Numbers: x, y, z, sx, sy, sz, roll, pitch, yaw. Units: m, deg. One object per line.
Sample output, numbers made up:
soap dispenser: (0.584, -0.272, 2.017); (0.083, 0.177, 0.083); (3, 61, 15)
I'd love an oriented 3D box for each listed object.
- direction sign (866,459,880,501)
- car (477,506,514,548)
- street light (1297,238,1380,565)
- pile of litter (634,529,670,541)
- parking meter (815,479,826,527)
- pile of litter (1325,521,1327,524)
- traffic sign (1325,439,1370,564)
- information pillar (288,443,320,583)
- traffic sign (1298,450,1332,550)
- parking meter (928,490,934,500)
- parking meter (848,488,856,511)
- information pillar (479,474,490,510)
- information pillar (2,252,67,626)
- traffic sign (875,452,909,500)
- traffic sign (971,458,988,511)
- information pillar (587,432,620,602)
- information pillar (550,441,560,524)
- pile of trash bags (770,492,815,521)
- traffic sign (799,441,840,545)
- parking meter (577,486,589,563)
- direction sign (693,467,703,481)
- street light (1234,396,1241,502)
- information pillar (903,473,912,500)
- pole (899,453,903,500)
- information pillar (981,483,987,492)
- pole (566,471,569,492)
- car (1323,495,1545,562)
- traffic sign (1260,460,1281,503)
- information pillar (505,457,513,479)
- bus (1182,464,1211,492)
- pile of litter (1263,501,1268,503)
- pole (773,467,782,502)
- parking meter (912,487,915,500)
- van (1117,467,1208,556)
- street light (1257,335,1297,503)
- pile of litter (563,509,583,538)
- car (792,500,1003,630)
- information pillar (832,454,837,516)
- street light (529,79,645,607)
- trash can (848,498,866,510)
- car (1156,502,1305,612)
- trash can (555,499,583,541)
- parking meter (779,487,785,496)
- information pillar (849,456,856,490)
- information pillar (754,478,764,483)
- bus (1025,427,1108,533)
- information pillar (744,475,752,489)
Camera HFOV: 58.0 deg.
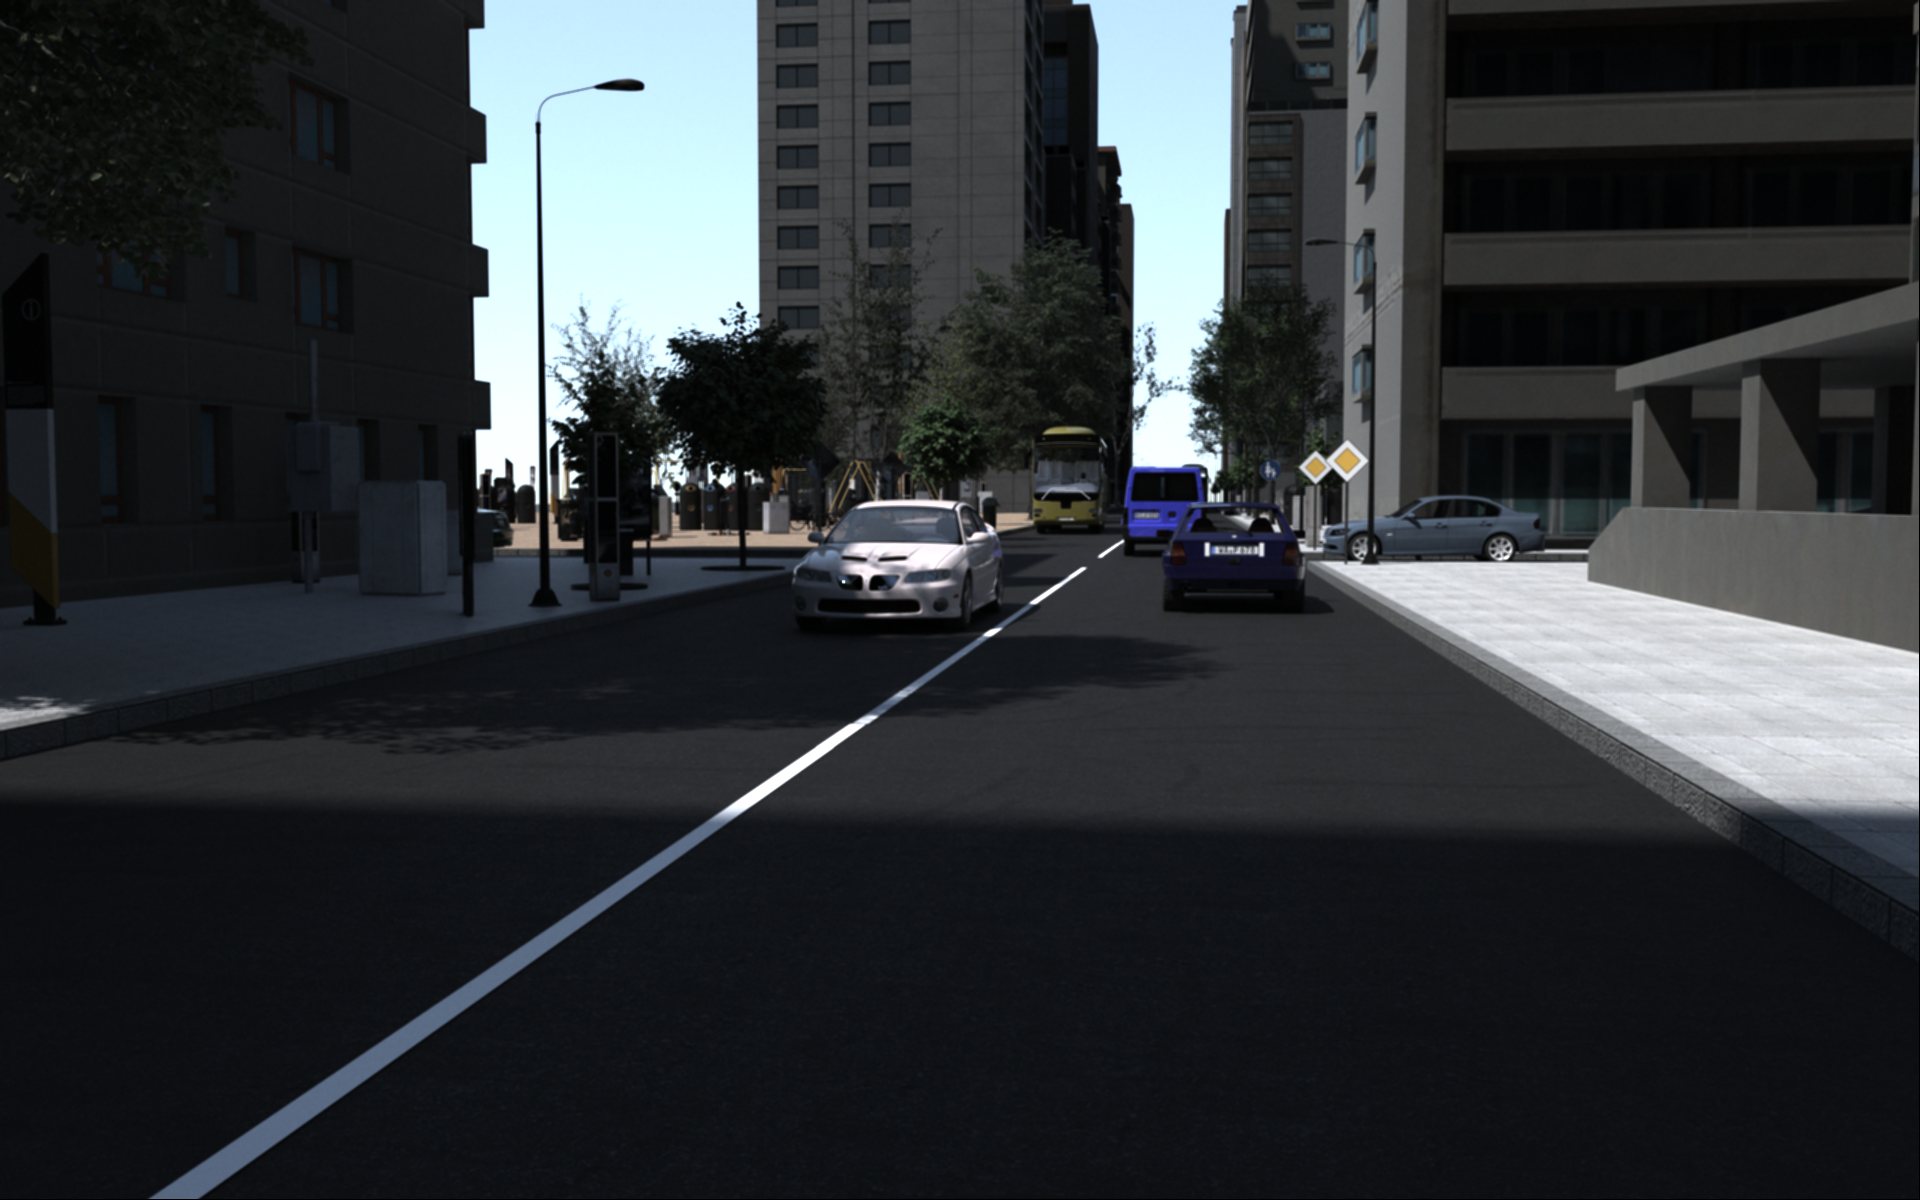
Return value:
direction sign: (-5.641, -7.362, 112.363); (0.876, 3.537, 0.379); (0, 4, 8)
car: (-12.514, -1.650, 38.778); (4.920, 1.459, 2.131); (0, 4, 6)
street light: (6.961, -3.608, 31.536); (1.470, 5.913, 1.316); (0, 4, 8)
pile of litter: (-8.613, -2.078, 47.936); (1.176, 0.858, 1.719); (0, 4, 5)
parking meter: (-5.368, -3.728, 66.659); (0.255, 1.863, 0.399); (3, 4, 36)
pile of litter: (16.342, -3.718, 74.750); (1.719, 0.858, 1.176); (-1, 4, -14)
traffic sign: (7.046, -1.708, 31.574); (0.795, 2.450, 0.064); (0, 4, 8)
information pillar: (-9.454, -1.253, 24.976); (0.304, 2.012, 0.304); (3, 5, 44)
traffic sign: (8.100, -2.192, 39.490); (0.795, 2.450, 0.064); (0, 4, 8)
parking meter: (-1.941, -6.553, 115.559); (0.372, 1.533, 0.369); (0, 3, 0)
parking meter: (-4.882, -4.280, 78.381); (0.372, 1.533, 0.369); (0, 3, 0)
information pillar: (-17.188, -3.559, 62.681); (0.304, 2.012, 0.304); (-2, 4, -31)
information pillar: (-9.059, -1.563, 16.903); (0.504, 3.616, 0.183); (1, 4, 12)
traffic sign: (-1.606, -2.273, 40.798); (0.795, 2.450, 0.064); (0, 4, 8)
traffic sign: (0.540, -3.525, 57.732); (0.768, 2.556, 0.104); (1, 4, 14)
information pillar: (-4.273, -0.996, 20.772); (0.304, 2.012, 0.304); (-2, 4, -28)
information pillar: (-17.453, -5.093, 74.617); (0.183, 3.616, 0.504); (2, 4, 32)
pile of trash bags: (-8.579, -4.558, 84.281); (1.912, 1.369, 3.447); (-3, 5, -41)
traffic sign: (-2.660, -1.788, 32.882); (0.795, 2.450, 0.064); (0, 4, 8)
parking meter: (-6.806, -1.452, 32.145); (0.372, 1.533, 0.369); (0, 3, 0)
direction sign: (-16.154, -7.028, 106.907); (0.876, 3.537, 0.379); (3, 4, 36)
street light: (13.610, -6.701, 82.104); (1.470, 5.913, 1.316); (0, 4, 8)
information pillar: (-1.835, -3.414, 60.305); (0.304, 2.012, 0.304); (0, 4, -8)
pole: (-2.864, -5.511, 83.954); (0.158, 3.312, 0.155); (0, 3, 0)
information pillar: (1.573, -6.650, 113.221); (0.304, 2.012, 0.304); (1, 4, 17)
pole: (-22.570, -6.469, 99.604); (0.158, 3.312, 0.155); (0, 3, 0)
car: (9.918, -1.494, 36.437); (4.499, 1.417, 2.014); (0, 4, 6)
traffic sign: (11.467, -3.907, 63.985); (0.768, 2.556, 0.104); (1, 4, 15)
information pillar: (-28.564, -7.242, 109.757); (0.504, 3.616, 0.183); (0, 4, 0)
bus: (18.973, -9.165, 141.395); (2.896, 3.916, 12.252); (1, 4, 8)
pile of litter: (18.912, -5.679, 106.814); (1.719, 0.858, 1.176); (1, 4, 10)
pole: (-6.131, -3.902, 57.634); (0.158, 3.312, 0.155); (0, 3, 0)
parking meter: (-1.821, -3.303, 62.423); (0.372, 1.533, 0.369); (0, 3, 0)
van: (4.889, -2.280, 41.664); (2.240, 2.365, 5.245); (0, 4, 6)
street light: (9.481, -4.783, 50.737); (1.470, 5.913, 1.316); (0, 4, 8)
pile of litter: (-10.885, -2.213, 50.147); (1.176, 0.858, 1.719); (3, 5, 44)
car: (-0.603, -0.460, 19.886); (2.083, 1.381, 4.827); (1, 4, 8)
information pillar: (-7.419, -6.780, 102.213); (0.183, 3.616, 0.504); (1, 4, 15)
street light: (-4.219, -2.878, 19.597); (1.470, 5.913, 1.316); (0, 4, 8)
trash can: (-4.004, -3.416, 67.497); (0.748, 1.137, 0.748); (0, 3, 0)
car: (3.508, -0.601, 22.414); (1.945, 1.354, 3.894); (0, 4, 8)
trash can: (-10.679, -2.181, 47.309); (0.748, 1.137, 0.748); (0, 3, 0)
parking meter: (-6.874, -3.536, 66.220); (0.372, 1.533, 0.369); (0, 3, 0)
information pillar: (-5.945, -6.400, 95.991); (0.183, 3.616, 0.504); (-3, 4, -38)
information pillar: (-8.365, -4.933, 72.015); (0.504, 3.616, 0.183); (2, 4, 29)
bus: (4.323, -4.596, 66.692); (2.896, 3.916, 12.252); (0, 4, 6)
information pillar: (-8.187, -3.789, 66.434); (0.304, 2.012, 0.304); (2, 4, 35)
